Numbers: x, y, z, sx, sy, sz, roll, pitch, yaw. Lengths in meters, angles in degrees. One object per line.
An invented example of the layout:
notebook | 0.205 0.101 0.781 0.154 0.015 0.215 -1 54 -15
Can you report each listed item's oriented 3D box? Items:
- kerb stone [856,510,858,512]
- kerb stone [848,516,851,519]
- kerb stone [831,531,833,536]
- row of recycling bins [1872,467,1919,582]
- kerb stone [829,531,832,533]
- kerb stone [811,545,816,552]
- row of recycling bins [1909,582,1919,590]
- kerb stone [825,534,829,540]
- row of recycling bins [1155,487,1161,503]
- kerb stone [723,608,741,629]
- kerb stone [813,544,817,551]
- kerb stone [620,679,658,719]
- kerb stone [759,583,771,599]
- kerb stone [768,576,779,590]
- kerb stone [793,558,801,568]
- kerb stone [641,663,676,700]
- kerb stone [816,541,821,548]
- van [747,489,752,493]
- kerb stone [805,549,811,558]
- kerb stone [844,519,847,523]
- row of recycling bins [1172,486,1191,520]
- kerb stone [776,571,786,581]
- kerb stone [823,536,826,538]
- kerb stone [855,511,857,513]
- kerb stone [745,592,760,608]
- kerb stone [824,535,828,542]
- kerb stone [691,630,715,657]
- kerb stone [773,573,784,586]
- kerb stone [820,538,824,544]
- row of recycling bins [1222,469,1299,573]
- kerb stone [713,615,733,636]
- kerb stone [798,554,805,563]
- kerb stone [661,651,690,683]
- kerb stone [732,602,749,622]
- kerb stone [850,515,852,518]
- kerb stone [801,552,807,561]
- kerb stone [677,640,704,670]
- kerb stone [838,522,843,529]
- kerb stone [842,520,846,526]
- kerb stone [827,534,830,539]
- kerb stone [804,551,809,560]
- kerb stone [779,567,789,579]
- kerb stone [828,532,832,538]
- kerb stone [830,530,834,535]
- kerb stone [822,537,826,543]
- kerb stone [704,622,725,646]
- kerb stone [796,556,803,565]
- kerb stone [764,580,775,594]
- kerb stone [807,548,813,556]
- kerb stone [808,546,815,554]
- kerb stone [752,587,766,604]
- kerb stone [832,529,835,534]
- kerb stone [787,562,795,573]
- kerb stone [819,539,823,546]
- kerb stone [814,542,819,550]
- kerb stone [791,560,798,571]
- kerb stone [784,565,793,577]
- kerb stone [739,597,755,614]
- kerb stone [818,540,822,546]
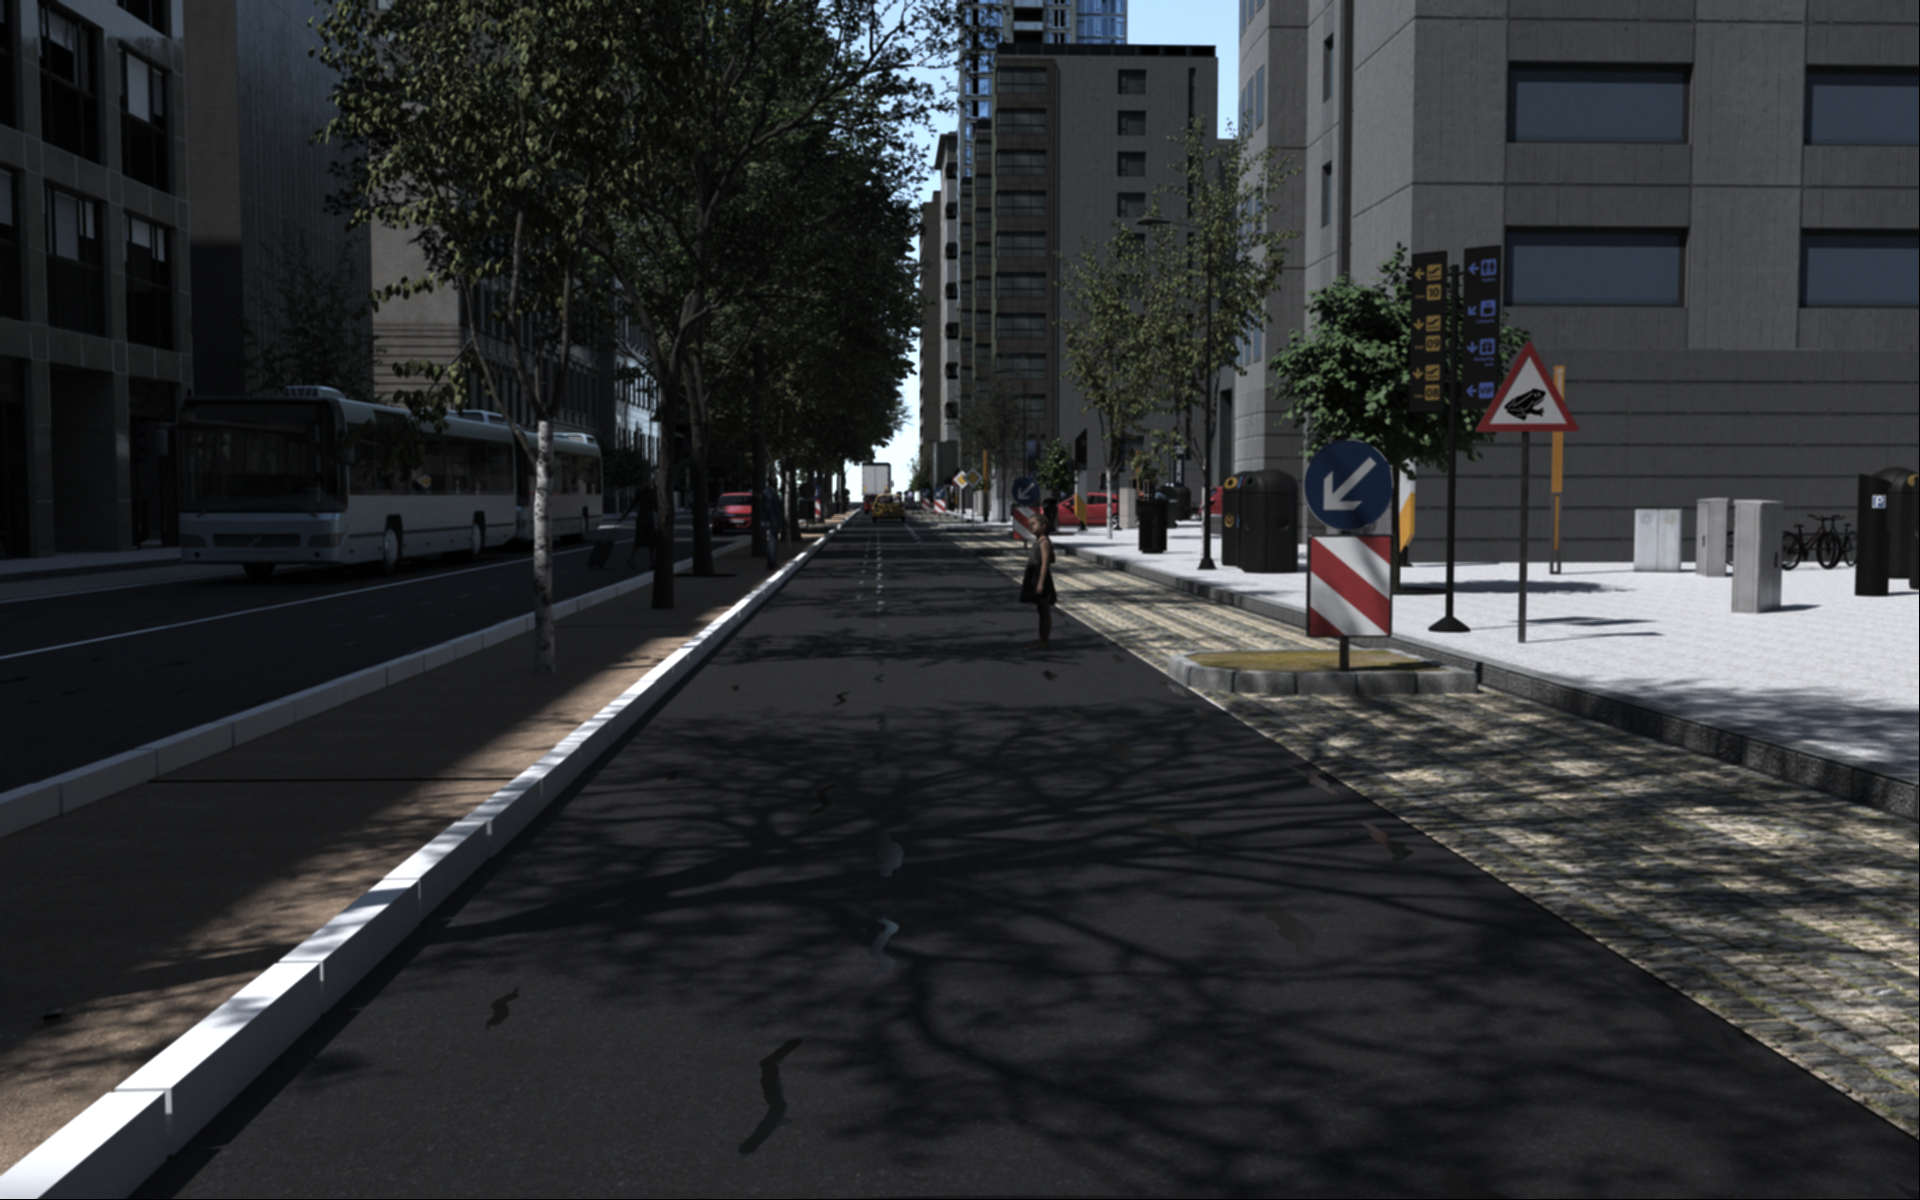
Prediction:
kerb stone | -7.352 -6.011 120.482 0.120 0.150 1.000 0 4 -3
kerb stone | -5.940 -4.195 90.783 0.120 0.150 1.000 0 4 -3
kerb stone | -4.292 -2.097 56.487 0.120 0.150 1.000 0 4 -3
row of recycling bins | 15.645 -1.175 26.320 3.534 1.692 1.069 1 4 11
kerb stone | -4.240 -2.034 55.459 0.120 0.150 1.000 0 4 -3
kerb stone | -3.550 -1.157 41.117 0.120 0.150 1.000 0 4 -3
row of recycling bins | 14.515 -0.958 22.769 3.534 1.692 1.069 1 4 16
kerb stone | -4.040 -1.784 51.360 0.120 0.150 1.000 0 4 -3
row of recycling bins | 12.320 -5.919 103.892 1.069 1.692 3.534 0 4 -5
kerb stone | -2.476 0.225 18.572 0.120 0.150 1.000 0 4 -3
kerb stone | -3.608 -1.217 42.138 0.120 0.150 1.000 0 4 -3
kerb stone | -2.128 0.665 11.409 0.120 0.150 1.000 0 4 -3
kerb stone | -2.710 -0.091 23.691 0.120 0.150 1.000 0 4 -3
kerb stone | -2.814 -0.217 25.748 0.120 0.150 1.000 0 4 -3
kerb stone | -3.162 -0.651 32.917 0.120 0.150 1.000 0 4 -3
kerb stone | -2.179 0.597 12.430 0.120 0.150 1.000 0 4 -3
kerb stone | -3.698 -1.344 44.197 0.120 0.150 1.000 0 4 -3
van | -16.597 -8.170 140.582 2.013 2.044 4.112 0 4 -1
kerb stone | -3.401 -0.965 38.042 0.120 0.150 1.000 0 4 -3
kerb stone | -5.393 -3.506 79.513 0.120 0.150 1.000 0 4 -3
row of recycling bins | 10.842 -4.809 85.733 1.069 1.692 3.534 0 4 4
kerb stone | -2.914 -0.335 27.797 0.120 0.150 1.000 0 4 -3
kerb stone | -3.950 -1.655 49.309 0.120 0.150 1.000 0 4 -3
kerb stone | -7.159 -5.760 116.378 0.120 0.150 1.000 0 4 -3
kerb stone | -2.623 0.034 21.644 0.120 0.150 1.000 0 4 -3
kerb stone | -3.998 -1.721 50.330 0.120 0.150 1.000 0 4 -3
kerb stone | -2.324 0.410 15.493 0.120 0.150 1.000 0 4 -3
kerb stone | -2.855 -0.280 26.773 0.120 0.150 1.000 0 4 -3
kerb stone | -3.855 -1.531 47.267 0.120 0.150 1.000 0 4 -3
row of recycling bins | 5.153 -1.379 29.660 1.069 1.692 3.534 0 4 1
kerb stone | -2.426 0.285 17.541 0.120 0.150 1.000 0 4 -3
kerb stone | -3.256 -0.779 34.966 0.120 0.150 1.000 0 4 -3
kerb stone | -2.228 0.535 13.451 0.120 0.150 1.000 0 4 -3
kerb stone | -2.516 0.159 19.600 0.120 0.150 1.000 0 4 -3
kerb stone | -6.132 -4.443 94.872 0.120 0.150 1.000 0 4 -3
kerb stone | -3.307 -0.844 35.991 0.120 0.150 1.000 0 4 -3
kerb stone | -2.275 0.472 14.472 0.120 0.150 1.000 0 4 -3
kerb stone | -5.045 -3.067 72.354 0.120 0.150 1.000 0 4 -3
kerb stone | -5.299 -3.372 77.472 0.120 0.150 1.000 0 4 -3
kerb stone | -4.093 -1.844 52.381 0.120 0.150 1.000 0 4 -3
kerb stone | -3.360 -0.907 37.020 0.120 0.150 1.000 0 4 -3
kerb stone | -2.969 -0.406 28.832 0.120 0.150 1.000 0 4 -3
kerb stone | -4.190 -1.972 54.438 0.120 0.150 1.000 0 4 -3
kerb stone | -4.339 -2.159 57.508 0.120 0.150 1.000 0 4 -3
kerb stone | -3.890 -1.590 48.289 0.120 0.150 1.000 0 4 -3
kerb stone | -2.374 0.347 16.517 0.120 0.150 1.000 0 4 -3
kerb stone | -3.206 -0.718 33.940 0.120 0.150 1.000 0 4 -3
kerb stone | -2.761 -0.154 24.719 0.120 0.150 1.000 0 4 -3
kerb stone | -3.452 -1.028 39.063 0.120 0.150 1.000 0 4 -3
kerb stone | -3.500 -1.094 40.090 0.120 0.150 1.000 0 4 -3
kerb stone | -2.668 -0.029 22.667 0.120 0.150 1.000 0 4 -3
kerb stone | -4.382 -2.222 58.529 0.120 0.150 1.000 0 4 -3
kerb stone | -3.066 -0.531 30.874 0.120 0.150 1.000 0 4 -3
kerb stone | -3.800 -1.471 46.246 0.120 0.150 1.000 0 4 -3
kerb stone | -3.650 -1.283 43.167 0.120 0.150 1.000 0 4 -3
kerb stone | -3.113 -0.593 31.896 0.120 0.150 1.000 0 4 -3
kerb stone | -3.008 -0.464 29.854 0.120 0.150 1.000 0 4 -3
kerb stone | -2.572 0.096 20.621 0.120 0.150 1.000 0 4 -3
kerb stone | -3.744 -1.408 45.221 0.120 0.150 1.000 0 4 -3
